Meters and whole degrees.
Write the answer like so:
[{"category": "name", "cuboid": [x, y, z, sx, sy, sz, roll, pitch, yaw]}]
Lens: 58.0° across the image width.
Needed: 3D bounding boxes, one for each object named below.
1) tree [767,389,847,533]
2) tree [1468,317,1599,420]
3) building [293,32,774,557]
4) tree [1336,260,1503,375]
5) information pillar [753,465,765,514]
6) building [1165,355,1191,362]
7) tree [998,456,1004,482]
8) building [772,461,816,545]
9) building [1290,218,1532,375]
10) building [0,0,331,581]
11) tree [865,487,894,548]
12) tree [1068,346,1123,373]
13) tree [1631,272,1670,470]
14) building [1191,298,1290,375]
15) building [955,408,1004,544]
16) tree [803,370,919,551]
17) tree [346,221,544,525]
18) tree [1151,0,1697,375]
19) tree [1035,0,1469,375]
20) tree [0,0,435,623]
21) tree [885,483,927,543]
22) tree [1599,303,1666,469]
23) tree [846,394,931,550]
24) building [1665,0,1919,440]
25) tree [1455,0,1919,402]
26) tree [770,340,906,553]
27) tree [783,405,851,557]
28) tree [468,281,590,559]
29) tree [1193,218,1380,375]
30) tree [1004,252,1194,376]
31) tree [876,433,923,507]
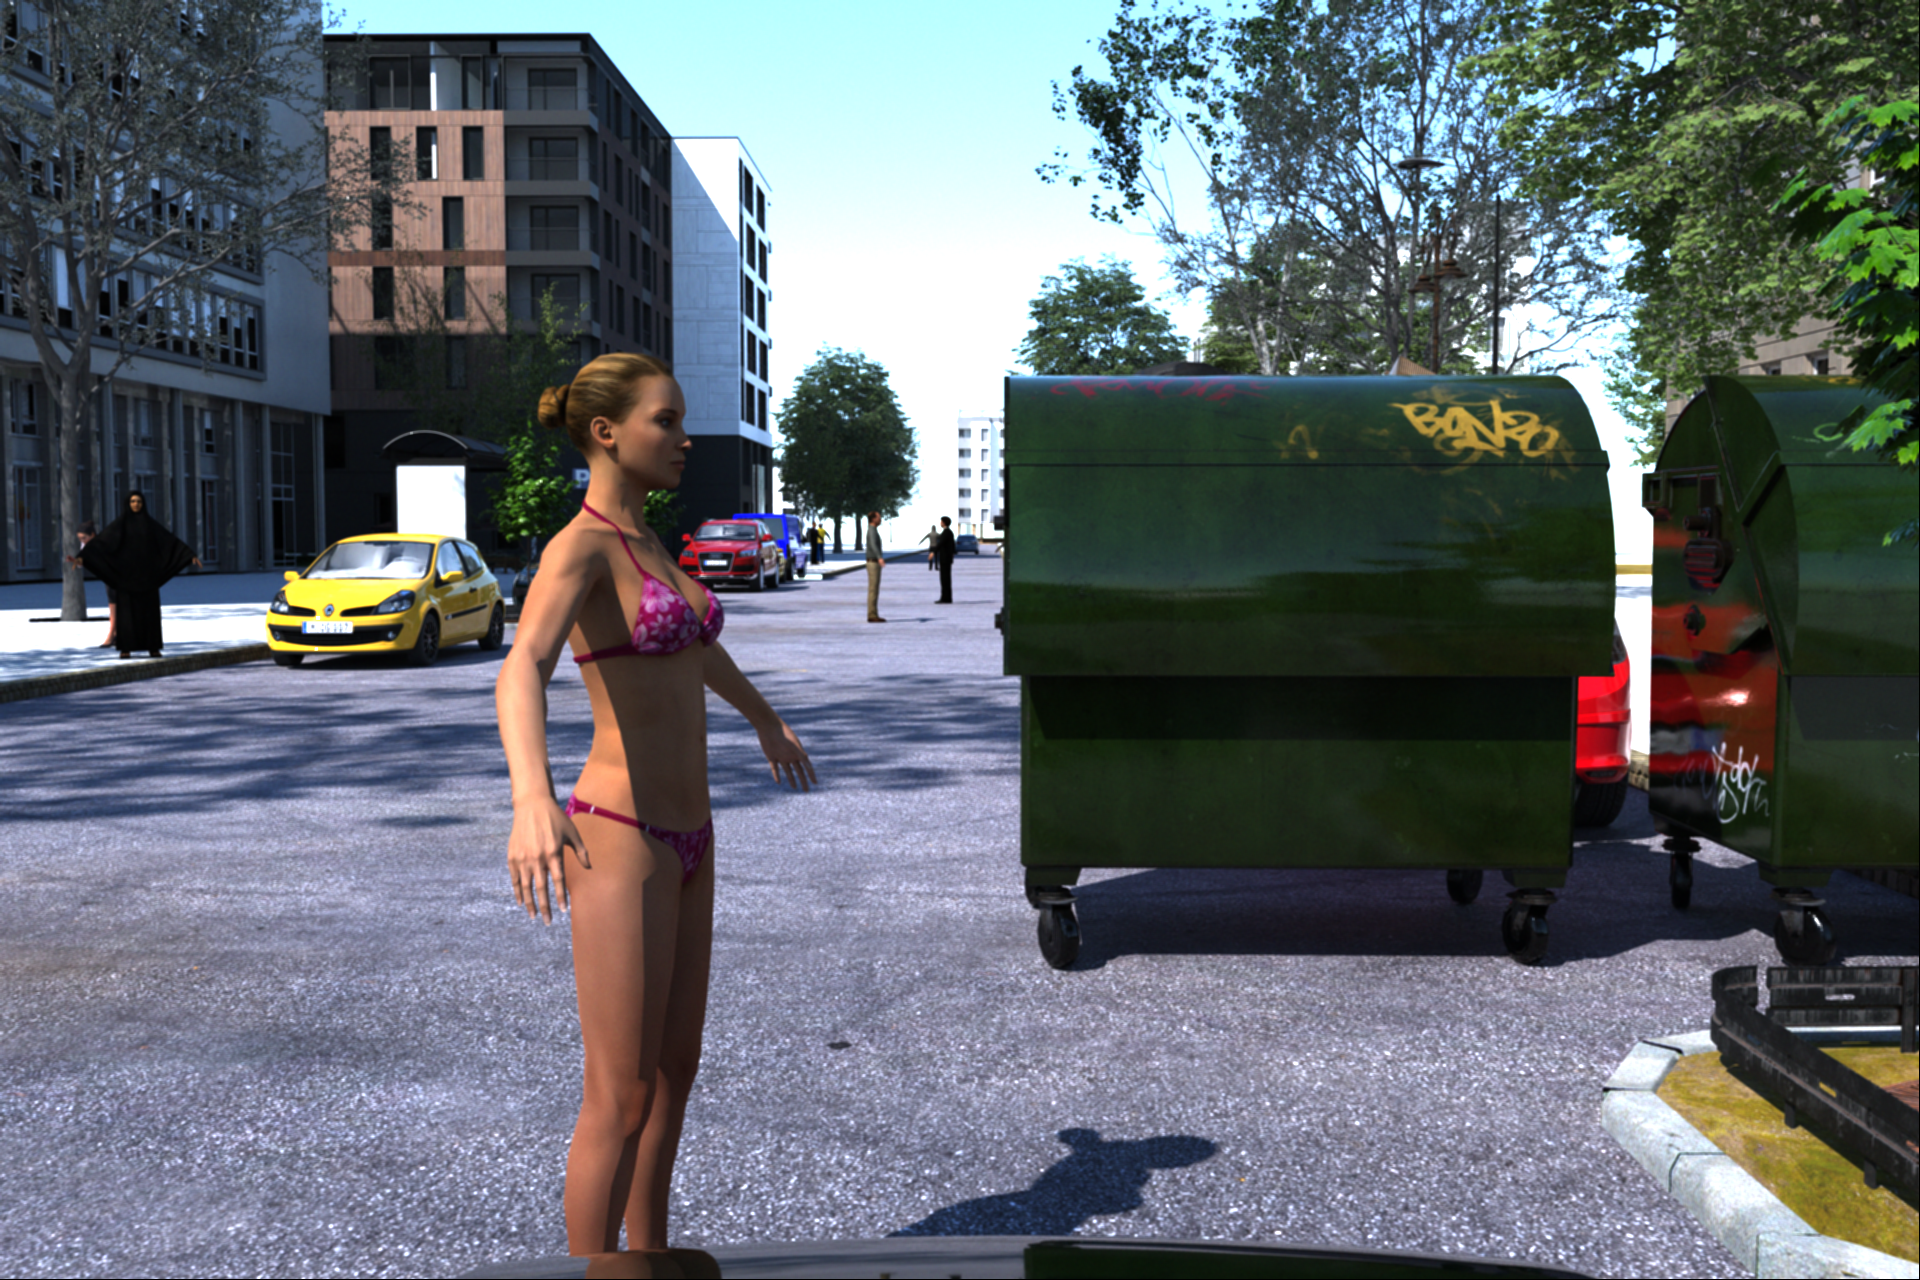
[{"category": "tree", "cuboid": [-8.245, -8.455, 88.606, 4.360, 8.622, 3.978, 0, 3, 0]}, {"category": "tree", "cuboid": [18.729, -6.625, 58.686, 4.360, 8.622, 3.978, 0, 3, 0]}, {"category": "building", "cuboid": [-25.360, -14.891, 87.437, 27.936, 21.610, 32.646, 0, 4, 1]}, {"category": "tree", "cuboid": [18.907, -9.438, 72.438, 7.486, 12.596, 7.792, 0, 3, 0]}, {"category": "information pillar", "cuboid": [-6.871, -4.158, 59.294, 0.184, 3.620, 1.656, 0, 4, 1]}, {"category": "building", "cuboid": [28.565, -19.167, 179.837, 16.747, 18.905, 31.486, 0, 4, 2]}, {"category": "tree", "cuboid": [8.553, -15.327, 160.963, 12.009, 13.543, 11.850, 0, 3, 0]}, {"category": "building", "cuboid": [-22.171, -16.576, 213.159, 9.099, 9.664, 28.070, 0, 3, 0]}, {"category": "building", "cuboid": [26.315, -15.548, 110.631, 16.016, 20.090, 11.380, 0, 4, 1]}, {"category": "building", "cuboid": [-32.035, -14.295, 41.326, 19.016, 26.051, 41.698, 0, 4, 1]}, {"category": "tree", "cuboid": [-7.095, -12.823, 160.011, 4.360, 8.622, 3.978, 0, 3, 0]}, {"category": "tree", "cuboid": [7.572, -10.439, 96.434, 9.928, 11.665, 9.643, 0, 3, 0]}, {"category": "tree", "cuboid": [26.305, -8.610, 58.898, 7.486, 12.596, 7.792, 0, 3, 0]}, {"category": "building", "cuboid": [27.836, -16.298, 132.937, 16.747, 18.905, 31.486, 0, 4, 1]}, {"category": "building", "cuboid": [-0.177, -23.920, 249.971, 11.380, 20.090, 16.016, -1, 4, -9]}, {"category": "tree", "cuboid": [-7.685, -13.640, 129.674, 9.857, 13.997, 8.962, 0, 3, 0]}, {"category": "tree", "cuboid": [-12.943, -5.589, 41.742, 4.360, 8.622, 3.978, 0, 3, 0]}, {"category": "tree", "cuboid": [8.910, -7.559, 33.956, 12.009, 13.543, 11.850, 0, 3, 0]}, {"category": "tree", "cuboid": [8.535, -11.836, 49.401, 12.611, 20.169, 13.585, 0, 3, 0]}, {"category": "tree", "cuboid": [-13.109, -7.026, 25.253, 12.009, 13.543, 11.850, 0, 3, 0]}, {"category": "tree", "cuboid": [-9.960, -20.544, 246.261, 12.009, 13.543, 11.850, 0, 3, 0]}, {"category": "tree", "cuboid": [29.003, -8.728, 68.461, 9.928, 11.665, 9.643, 0, 3, 0]}, {"category": "tree", "cuboid": [-7.437, -14.135, 141.482, 12.009, 13.543, 11.850, 0, 3, 0]}, {"category": "building", "cuboid": [26.402, -14.791, 39.090, 12.463, 27.353, 25.104, 0, 4, 1]}, {"category": "tree", "cuboid": [7.847, -5.919, 14.900, 7.486, 12.596, 7.792, 0, 3, 0]}, {"category": "tree", "cuboid": [-8.098, -12.774, 115.515, 9.857, 13.997, 8.962, 0, 3, 0]}, {"category": "tree", "cuboid": [-7.959, -9.063, 98.548, 4.737, 8.622, 4.395, 0, 3, 0]}, {"category": "tree", "cuboid": [-12.589, -6.155, 50.994, 4.737, 8.622, 4.395, 0, 3, 0]}, {"category": "tree", "cuboid": [11.669, -8.860, 62.990, 7.486, 12.596, 7.792, 0, 3, 0]}, {"category": "tree", "cuboid": [6.857, -10.512, 78.532, 9.857, 13.997, 8.962, 0, 3, 0]}, {"category": "tree", "cuboid": [-7.400, -13.861, 152.378, 9.928, 11.665, 9.643, 0, 3, 0]}]
